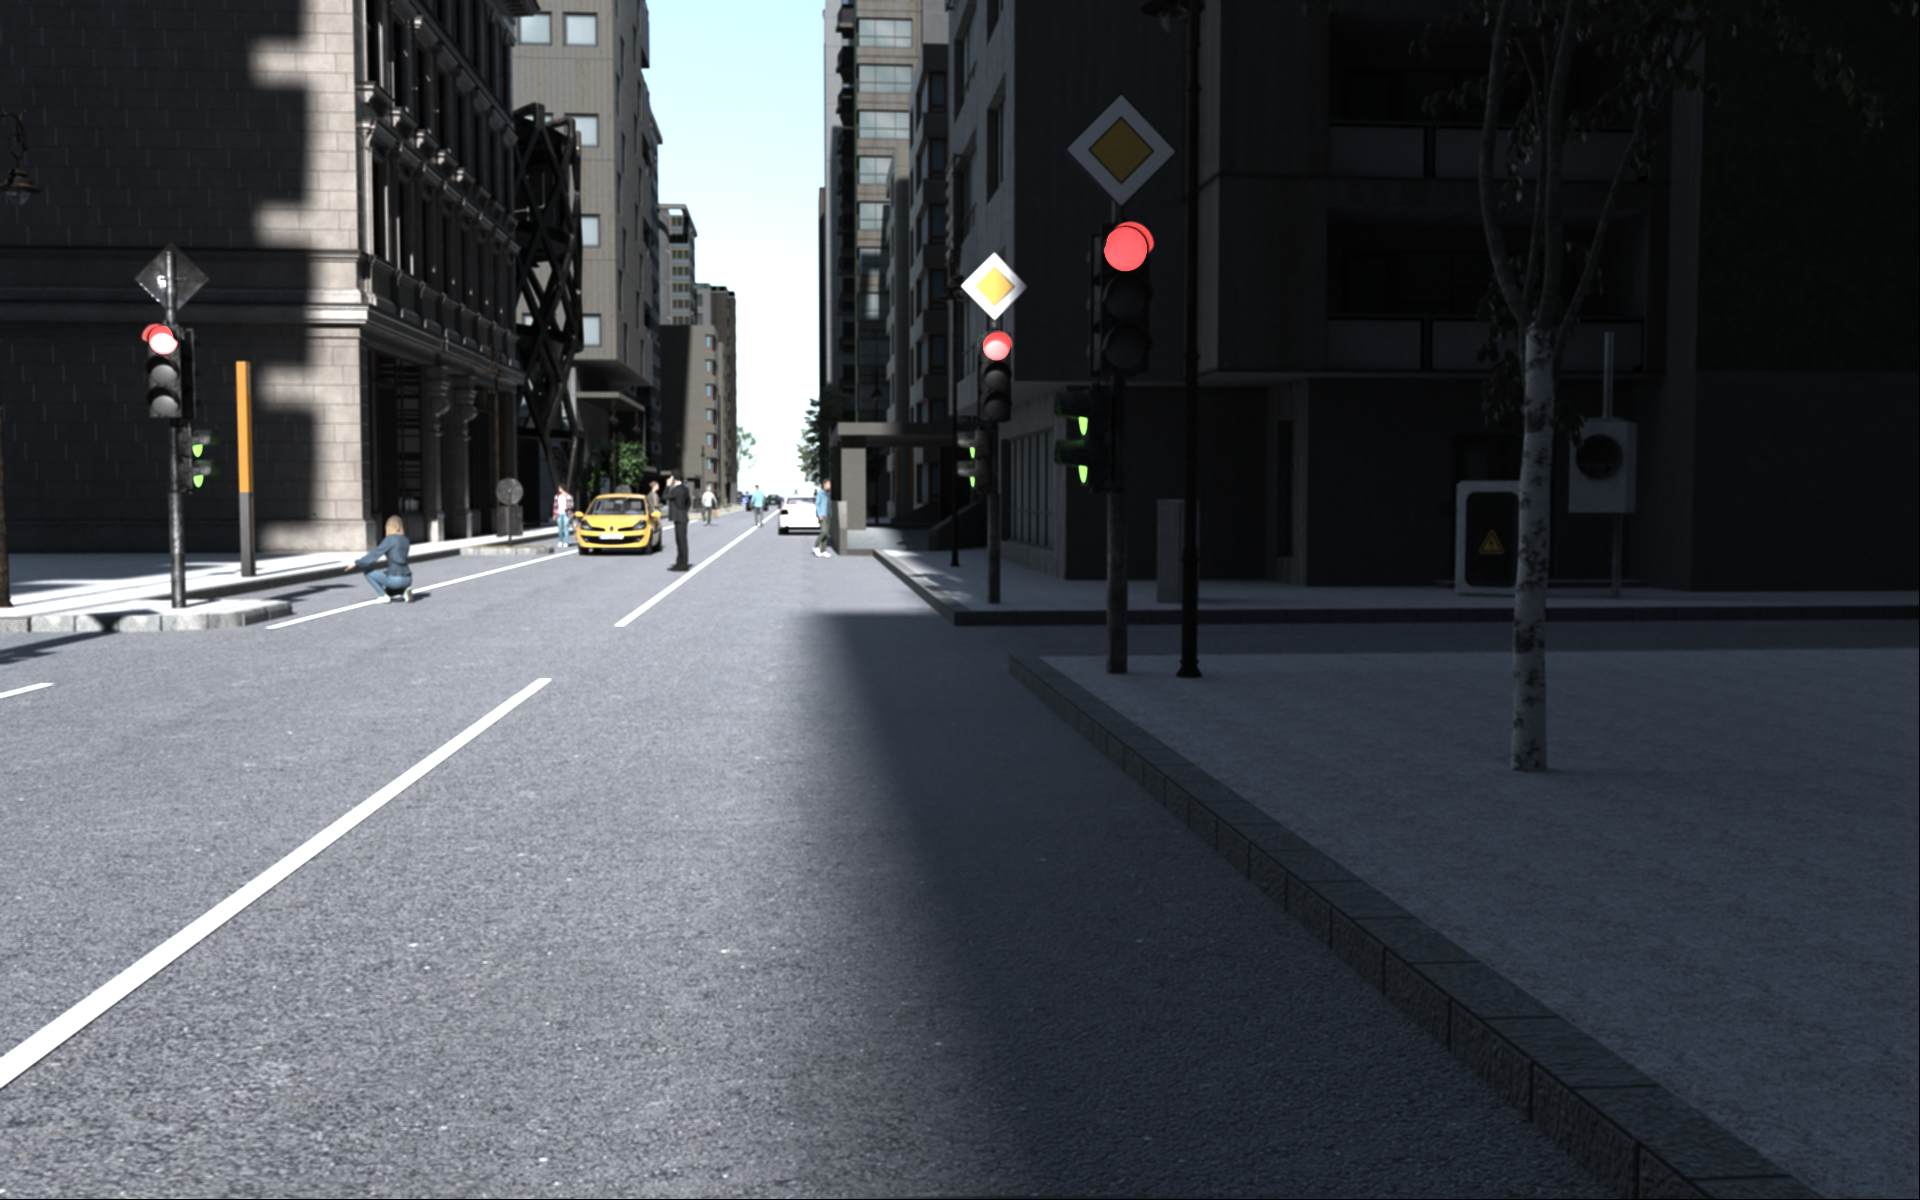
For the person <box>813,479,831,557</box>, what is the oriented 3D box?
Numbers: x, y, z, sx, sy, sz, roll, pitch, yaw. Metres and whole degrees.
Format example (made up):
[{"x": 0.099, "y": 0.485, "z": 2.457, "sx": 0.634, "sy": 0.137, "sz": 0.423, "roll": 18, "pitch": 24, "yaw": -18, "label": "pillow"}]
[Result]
[{"x": -3.145, "y": -1.887, "z": 39.701, "sx": 0.444, "sy": 1.785, "sz": 0.601, "roll": 2, "pitch": 4, "yaw": 35, "label": "person"}]

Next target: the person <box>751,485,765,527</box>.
[{"x": -8.822, "y": -4.110, "z": 75.566, "sx": 0.638, "sy": 1.841, "sz": 0.748, "roll": 0, "pitch": 4, "yaw": -8, "label": "person"}]

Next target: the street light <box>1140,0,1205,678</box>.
[{"x": 1.611, "y": -2.398, "z": 11.998, "sx": 0.468, "sy": 5.910, "sz": 1.993, "roll": 0, "pitch": 4, "yaw": -5, "label": "street light"}]

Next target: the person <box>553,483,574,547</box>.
[{"x": -10.733, "y": -2.300, "z": 46.939, "sx": 0.563, "sy": 1.720, "sz": 0.643, "roll": 0, "pitch": 4, "yaw": 5, "label": "person"}]

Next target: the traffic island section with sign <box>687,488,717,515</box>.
[{"x": -17.923, "y": -6.733, "z": 118.718, "sx": 1.989, "sy": 1.847, "sz": 2.006, "roll": 0, "pitch": 4, "yaw": -5, "label": "traffic island section with sign"}]

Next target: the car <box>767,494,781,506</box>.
[{"x": -22.614, "y": -12.244, "z": 209.980, "sx": 2.009, "sy": 1.686, "sz": 4.222, "roll": 0, "pitch": 4, "yaw": -4, "label": "car"}]

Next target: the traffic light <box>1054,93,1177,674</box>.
[{"x": 1.107, "y": -1.431, "z": 12.317, "sx": 0.839, "sy": 4.253, "sz": 0.868, "roll": 0, "pitch": 4, "yaw": -5, "label": "traffic light"}]

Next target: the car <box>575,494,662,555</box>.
[{"x": -8.206, "y": -1.936, "z": 41.872, "sx": 2.015, "sy": 1.641, "sz": 3.980, "roll": 0, "pitch": 4, "yaw": -5, "label": "car"}]

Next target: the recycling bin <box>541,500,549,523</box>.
[{"x": -18.973, "y": -3.995, "z": 77.875, "sx": 0.722, "sy": 1.027, "sz": 0.722, "roll": 3, "pitch": 5, "yaw": 40, "label": "recycling bin"}]

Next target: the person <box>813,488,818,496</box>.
[{"x": -9.586, "y": -6.537, "z": 115.521, "sx": 0.705, "sy": 1.807, "sz": 1.348, "roll": 0, "pitch": 4, "yaw": 7, "label": "person"}]

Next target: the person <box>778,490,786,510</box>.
[{"x": -16.157, "y": -9.107, "z": 157.272, "sx": 0.709, "sy": 1.838, "sz": 0.599, "roll": -2, "pitch": 4, "yaw": -26, "label": "person"}]

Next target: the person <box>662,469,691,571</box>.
[{"x": -5.274, "y": -1.488, "z": 32.187, "sx": 0.474, "sy": 1.900, "sz": 0.648, "roll": 0, "pitch": 4, "yaw": 2, "label": "person"}]

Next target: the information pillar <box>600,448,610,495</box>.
[{"x": -18.072, "y": -5.919, "z": 88.132, "sx": 0.504, "sy": 3.616, "sz": 0.183, "roll": -3, "pitch": 5, "yaw": -43, "label": "information pillar"}]

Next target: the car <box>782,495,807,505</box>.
[{"x": -10.060, "y": -5.843, "z": 107.892, "sx": 2.083, "sy": 1.381, "sz": 4.827, "roll": 0, "pitch": 4, "yaw": -4, "label": "car"}]

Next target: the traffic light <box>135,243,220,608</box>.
[{"x": -8.793, "y": -1.865, "z": 19.417, "sx": 0.839, "sy": 4.253, "sz": 0.868, "roll": 0, "pitch": 4, "yaw": -5, "label": "traffic light"}]

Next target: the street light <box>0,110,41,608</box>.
[{"x": -10.843, "y": -2.855, "z": 19.475, "sx": 0.468, "sy": 5.910, "sz": 1.993, "roll": 0, "pitch": 4, "yaw": -5, "label": "street light"}]

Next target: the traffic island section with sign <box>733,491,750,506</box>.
[{"x": -25.493, "y": -11.790, "z": 201.396, "sx": 1.989, "sy": 1.847, "sz": 2.006, "roll": 0, "pitch": 4, "yaw": -5, "label": "traffic island section with sign"}]

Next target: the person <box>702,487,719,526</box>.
[{"x": -11.297, "y": -4.243, "z": 78.364, "sx": 0.782, "sy": 1.767, "sz": 0.515, "roll": -2, "pitch": 4, "yaw": -26, "label": "person"}]

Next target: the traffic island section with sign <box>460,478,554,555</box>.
[{"x": -10.865, "y": -2.024, "z": 41.717, "sx": 1.989, "sy": 1.847, "sz": 2.006, "roll": 0, "pitch": 4, "yaw": -5, "label": "traffic island section with sign"}]

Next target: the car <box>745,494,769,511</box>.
[{"x": -17.230, "y": -8.402, "z": 147.154, "sx": 2.009, "sy": 1.686, "sz": 4.222, "roll": 0, "pitch": 4, "yaw": -4, "label": "car"}]

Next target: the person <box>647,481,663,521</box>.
[{"x": -7.830, "y": -2.174, "z": 44.601, "sx": 0.362, "sy": 1.759, "sz": 0.519, "roll": -2, "pitch": 4, "yaw": -32, "label": "person"}]

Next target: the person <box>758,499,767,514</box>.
[{"x": -14.361, "y": -7.051, "z": 124.501, "sx": 0.721, "sy": 1.743, "sz": 1.217, "roll": 3, "pitch": 5, "yaw": 40, "label": "person"}]

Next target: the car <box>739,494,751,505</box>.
[{"x": -26.742, "y": -12.698, "z": 217.205, "sx": 1.945, "sy": 1.707, "sz": 3.694, "roll": 0, "pitch": 4, "yaw": -3, "label": "car"}]

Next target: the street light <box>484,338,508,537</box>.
[{"x": -13.782, "y": -4.819, "z": 51.581, "sx": 0.468, "sy": 5.910, "sz": 1.993, "roll": 0, "pitch": 4, "yaw": -5, "label": "street light"}]

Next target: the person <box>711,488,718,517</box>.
[{"x": -15.704, "y": -6.232, "z": 110.524, "sx": 0.705, "sy": 1.807, "sz": 1.348, "roll": 1, "pitch": 4, "yaw": 14, "label": "person"}]

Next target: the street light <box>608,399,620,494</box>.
[{"x": -16.741, "y": -6.796, "z": 83.900, "sx": 0.468, "sy": 5.910, "sz": 1.993, "roll": 0, "pitch": 4, "yaw": -5, "label": "street light"}]

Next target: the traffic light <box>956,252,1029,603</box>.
[{"x": 0.379, "y": -1.917, "z": 20.269, "sx": 0.839, "sy": 4.253, "sz": 0.868, "roll": 0, "pitch": 4, "yaw": -5, "label": "traffic light"}]

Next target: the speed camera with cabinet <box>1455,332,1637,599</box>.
[{"x": 7.240, "y": -1.657, "z": 21.434, "sx": 2.038, "sy": 3.252, "sz": 0.660, "roll": 2, "pitch": 4, "yaw": 32, "label": "speed camera with cabinet"}]

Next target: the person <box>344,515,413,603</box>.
[{"x": -7.606, "y": -0.538, "z": 22.787, "sx": 0.738, "sy": 1.151, "sz": 1.012, "roll": 2, "pitch": 4, "yaw": 32, "label": "person"}]

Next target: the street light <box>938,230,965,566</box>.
[{"x": -0.091, "y": -3.535, "z": 30.585, "sx": 0.468, "sy": 5.910, "sz": 1.993, "roll": 0, "pitch": 4, "yaw": -5, "label": "street light"}]

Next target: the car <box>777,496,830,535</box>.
[{"x": -5.557, "y": -3.053, "z": 62.283, "sx": 2.083, "sy": 1.381, "sz": 4.827, "roll": 0, "pitch": 4, "yaw": -4, "label": "car"}]

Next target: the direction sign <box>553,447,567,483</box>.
[{"x": -19.098, "y": -5.561, "z": 82.914, "sx": 0.876, "sy": 3.537, "sz": 0.379, "roll": 1, "pitch": 4, "yaw": 20, "label": "direction sign"}]

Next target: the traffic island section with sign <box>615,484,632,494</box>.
[{"x": -13.350, "y": -3.684, "z": 68.857, "sx": 1.989, "sy": 1.847, "sz": 2.006, "roll": 0, "pitch": 4, "yaw": -5, "label": "traffic island section with sign"}]

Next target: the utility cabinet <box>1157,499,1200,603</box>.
[{"x": 2.633, "y": -0.589, "z": 20.788, "sx": 0.306, "sy": 1.237, "sz": 1.020, "roll": 1, "pitch": 4, "yaw": 21, "label": "utility cabinet"}]

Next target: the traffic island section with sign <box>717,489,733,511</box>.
[{"x": -20.380, "y": -8.375, "z": 145.561, "sx": 1.989, "sy": 1.847, "sz": 2.006, "roll": 0, "pitch": 4, "yaw": -5, "label": "traffic island section with sign"}]

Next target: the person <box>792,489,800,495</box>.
[{"x": -12.281, "y": -7.421, "z": 129.918, "sx": 1.350, "sy": 1.814, "sz": 0.705, "roll": 1, "pitch": 4, "yaw": 9, "label": "person"}]
